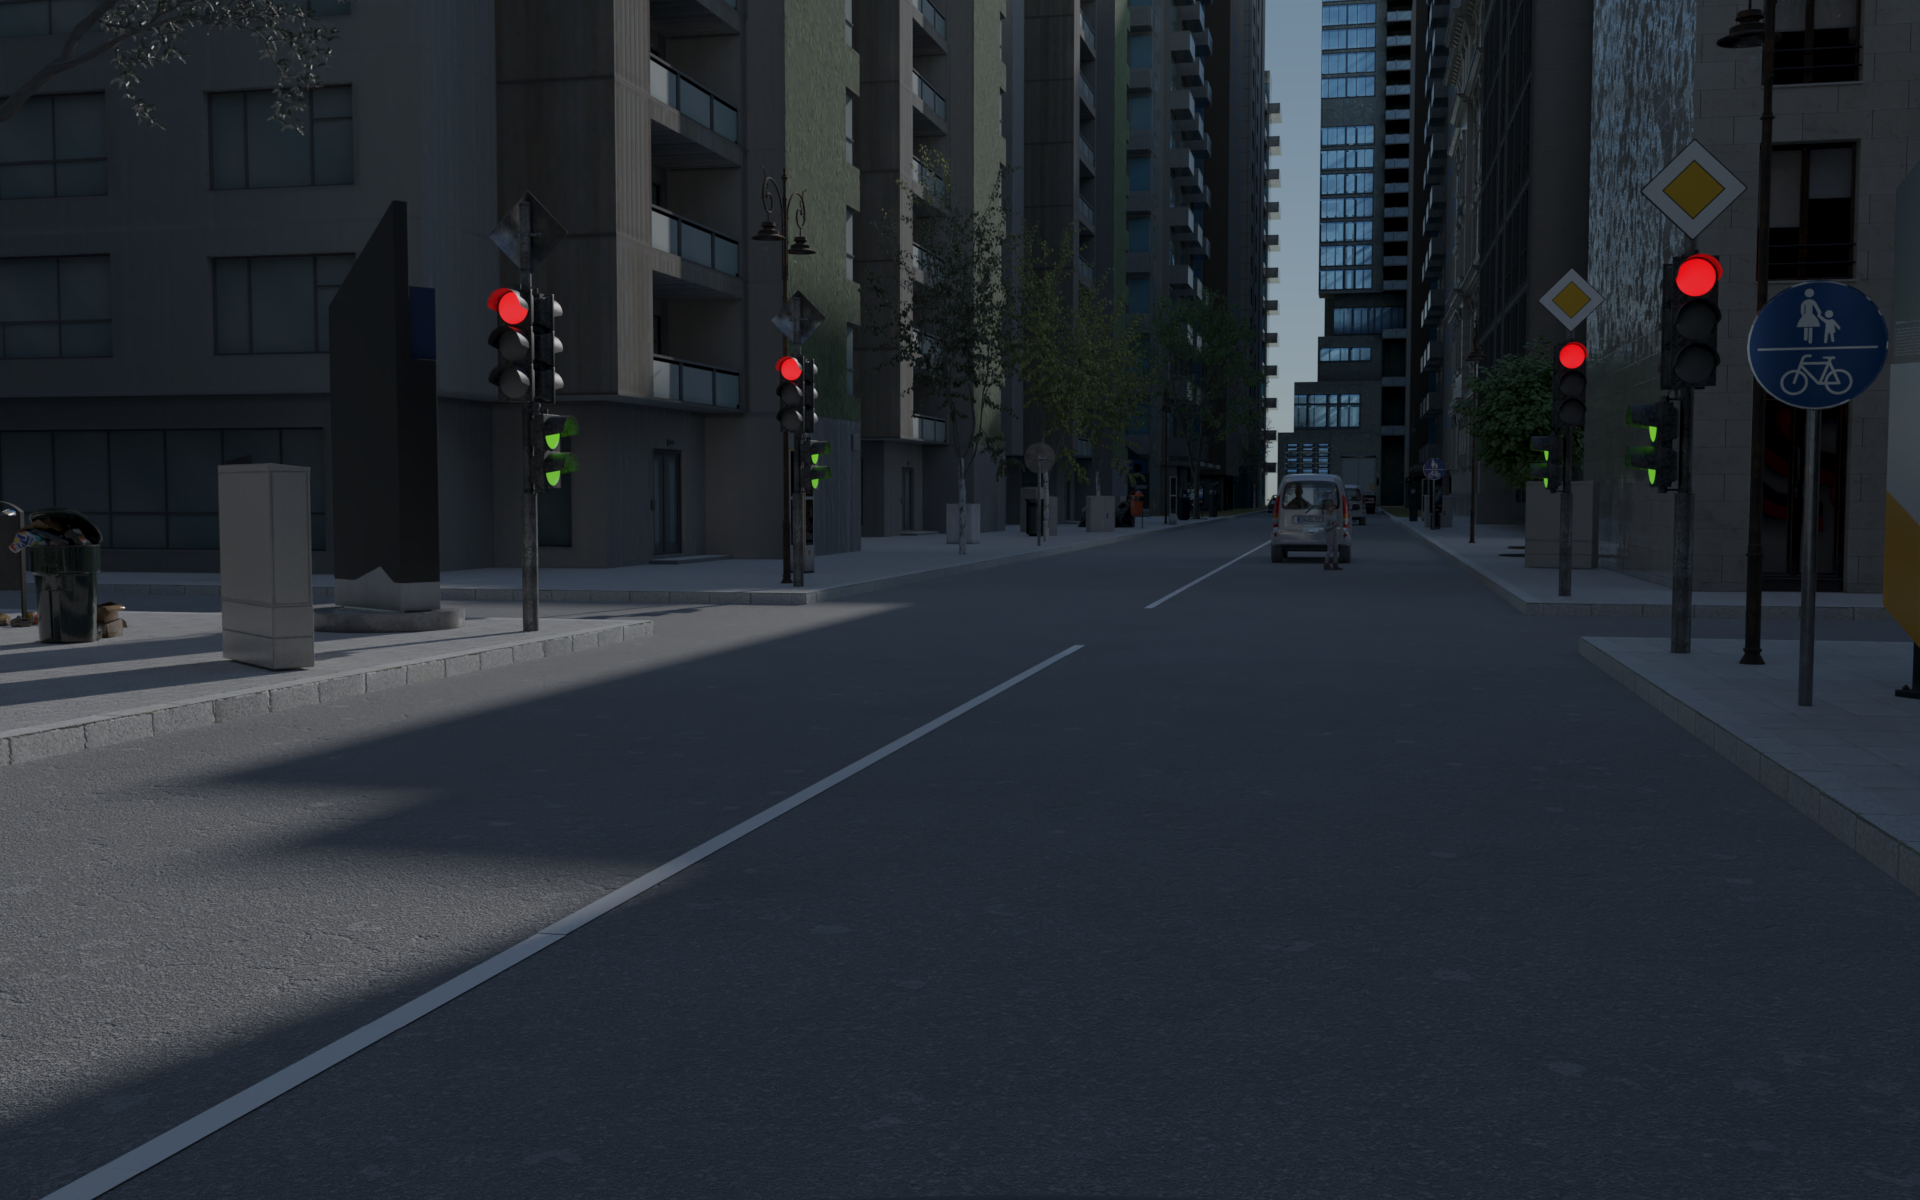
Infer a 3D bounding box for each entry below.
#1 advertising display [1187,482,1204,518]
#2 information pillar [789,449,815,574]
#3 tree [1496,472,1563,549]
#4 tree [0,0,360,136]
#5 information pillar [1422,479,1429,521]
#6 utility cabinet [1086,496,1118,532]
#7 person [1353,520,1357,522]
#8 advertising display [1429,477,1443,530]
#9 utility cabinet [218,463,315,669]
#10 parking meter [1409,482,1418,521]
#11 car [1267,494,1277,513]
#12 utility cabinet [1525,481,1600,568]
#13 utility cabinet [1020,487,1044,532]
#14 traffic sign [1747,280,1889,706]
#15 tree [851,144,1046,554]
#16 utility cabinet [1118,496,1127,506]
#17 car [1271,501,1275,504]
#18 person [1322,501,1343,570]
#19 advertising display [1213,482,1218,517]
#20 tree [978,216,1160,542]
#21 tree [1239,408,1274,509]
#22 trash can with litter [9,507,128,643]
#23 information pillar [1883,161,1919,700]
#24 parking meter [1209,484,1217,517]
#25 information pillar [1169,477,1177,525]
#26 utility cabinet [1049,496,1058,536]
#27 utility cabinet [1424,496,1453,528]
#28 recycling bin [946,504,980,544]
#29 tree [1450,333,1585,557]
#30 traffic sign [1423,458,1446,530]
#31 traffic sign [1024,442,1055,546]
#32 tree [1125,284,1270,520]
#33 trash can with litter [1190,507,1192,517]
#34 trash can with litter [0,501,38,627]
[{"bbox_3d":[12.809,-5.450,94.322,0.974,1.923,0.123,2,4,30],"label":"advertising display"},{"bbox_3d":[-2.561,-1.440,28.034,0.304,2.012,0.304,2,4,27],"label":"information pillar"},{"bbox_3d":[13.528,-2.815,40.621,1.663,3.219,1.824,0,3,0],"label":"tree"},{"bbox_3d":[-6.135,-6.058,9.427,12.009,13.543,11.850,0,3,0],"label":"tree"},{"bbox_3d":[22.089,-4.755,82.235,0.304,2.012,0.304,1,4,12],"label":"information pillar"},{"bbox_3d":[4.751,-2.896,58.513,1.020,1.237,0.306,-2,4,-31],"label":"utility cabinet"},{"bbox_3d":[19.784,-4.840,87.726,0.635,1.810,0.391,2,4,26],"label":"person"},{"bbox_3d":[17.205,-3.511,62.615,0.123,1.923,0.974,2,4,35],"label":"advertising display"},{"bbox_3d":[-5.194,-0.263,12.971,0.318,1.500,1.173,-3,5,-40],"label":"utility cabinet"},{"bbox_3d":[21.277,-4.623,81.303,0.399,1.863,0.255,2,4,26],"label":"parking meter"},{"bbox_3d":[24.675,-7.423,133.375,2.014,1.417,4.499,1,4,13],"label":"car"},{"bbox_3d":[10.383,-1.296,29.871,1.173,1.500,0.318,3,5,40],"label":"utility cabinet"},{"bbox_3d":[2.395,-2.999,57.705,0.318,1.500,1.173,-2,4,-25],"label":"utility cabinet"},{"bbox_3d":[5.125,-0.631,10.425,0.768,2.556,0.104,1,4,18],"label":"traffic sign"},{"bbox_3d":[-0.040,-5.262,36.391,4.360,8.622,3.978,0,3,0],"label":"tree"},{"bbox_3d":[6.600,-3.684,71.389,0.306,1.237,1.020,-1,4,-10],"label":"utility cabinet"},{"bbox_3d":[20.668,-5.914,109.062,2.083,1.381,4.827,1,4,11],"label":"car"},{"bbox_3d":[7.007,-1.210,32.564,0.394,1.301,0.425,2,4,27],"label":"person"},{"bbox_3d":[14.208,-5.571,96.299,0.123,1.923,0.974,0,4,-1],"label":"advertising display"},{"bbox_3d":[2.536,-5.869,46.322,4.737,8.622,4.395,0,3,0],"label":"tree"},{"bbox_3d":[24.585,-11.934,145.482,4.360,8.622,3.978,0,3,0],"label":"tree"},{"bbox_3d":[-7.787,-0.233,15.203,0.624,1.170,1.055,0,4,-4],"label":"trash can with litter"},{"bbox_3d":[6.042,-1.190,10.818,0.183,3.616,0.504,-1,4,-19],"label":"information pillar"},{"bbox_3d":[13.945,-5.495,95.553,0.255,1.863,0.399,-2,4,-33],"label":"parking meter"},{"bbox_3d":[8.953,-4.182,72.873,0.304,2.012,0.304,0,4,-2],"label":"information pillar"},{"bbox_3d":[2.875,-2.604,53.730,0.306,1.237,1.020,0,4,1],"label":"utility cabinet"},{"bbox_3d":[18.366,-3.384,66.484,1.020,1.237,0.306,0,4,-2],"label":"utility cabinet"},{"bbox_3d":[0.085,-1.963,44.642,0.722,1.027,0.722,1,4,17],"label":"recycling bin"},{"bbox_3d":[11.789,-3.174,35.606,4.285,4.588,4.351,0,3,0],"label":"tree"},{"bbox_3d":[16.754,-3.737,61.200,0.768,2.556,0.104,1,4,19],"label":"traffic sign"},{"bbox_3d":[1.949,-2.605,42.696,0.768,2.556,0.104,1,4,15],"label":"traffic sign"},{"bbox_3d":[11.854,-9.891,87.471,9.928,11.665,9.643,0,3,0],"label":"tree"},{"bbox_3d":[12.890,-5.235,96.973,0.624,1.170,1.055,-1,4,-17],"label":"trash can with litter"},{"bbox_3d":[-9.772,-0.369,17.095,2.233,1.210,1.678,0,4,7],"label":"trash can with litter"}]
